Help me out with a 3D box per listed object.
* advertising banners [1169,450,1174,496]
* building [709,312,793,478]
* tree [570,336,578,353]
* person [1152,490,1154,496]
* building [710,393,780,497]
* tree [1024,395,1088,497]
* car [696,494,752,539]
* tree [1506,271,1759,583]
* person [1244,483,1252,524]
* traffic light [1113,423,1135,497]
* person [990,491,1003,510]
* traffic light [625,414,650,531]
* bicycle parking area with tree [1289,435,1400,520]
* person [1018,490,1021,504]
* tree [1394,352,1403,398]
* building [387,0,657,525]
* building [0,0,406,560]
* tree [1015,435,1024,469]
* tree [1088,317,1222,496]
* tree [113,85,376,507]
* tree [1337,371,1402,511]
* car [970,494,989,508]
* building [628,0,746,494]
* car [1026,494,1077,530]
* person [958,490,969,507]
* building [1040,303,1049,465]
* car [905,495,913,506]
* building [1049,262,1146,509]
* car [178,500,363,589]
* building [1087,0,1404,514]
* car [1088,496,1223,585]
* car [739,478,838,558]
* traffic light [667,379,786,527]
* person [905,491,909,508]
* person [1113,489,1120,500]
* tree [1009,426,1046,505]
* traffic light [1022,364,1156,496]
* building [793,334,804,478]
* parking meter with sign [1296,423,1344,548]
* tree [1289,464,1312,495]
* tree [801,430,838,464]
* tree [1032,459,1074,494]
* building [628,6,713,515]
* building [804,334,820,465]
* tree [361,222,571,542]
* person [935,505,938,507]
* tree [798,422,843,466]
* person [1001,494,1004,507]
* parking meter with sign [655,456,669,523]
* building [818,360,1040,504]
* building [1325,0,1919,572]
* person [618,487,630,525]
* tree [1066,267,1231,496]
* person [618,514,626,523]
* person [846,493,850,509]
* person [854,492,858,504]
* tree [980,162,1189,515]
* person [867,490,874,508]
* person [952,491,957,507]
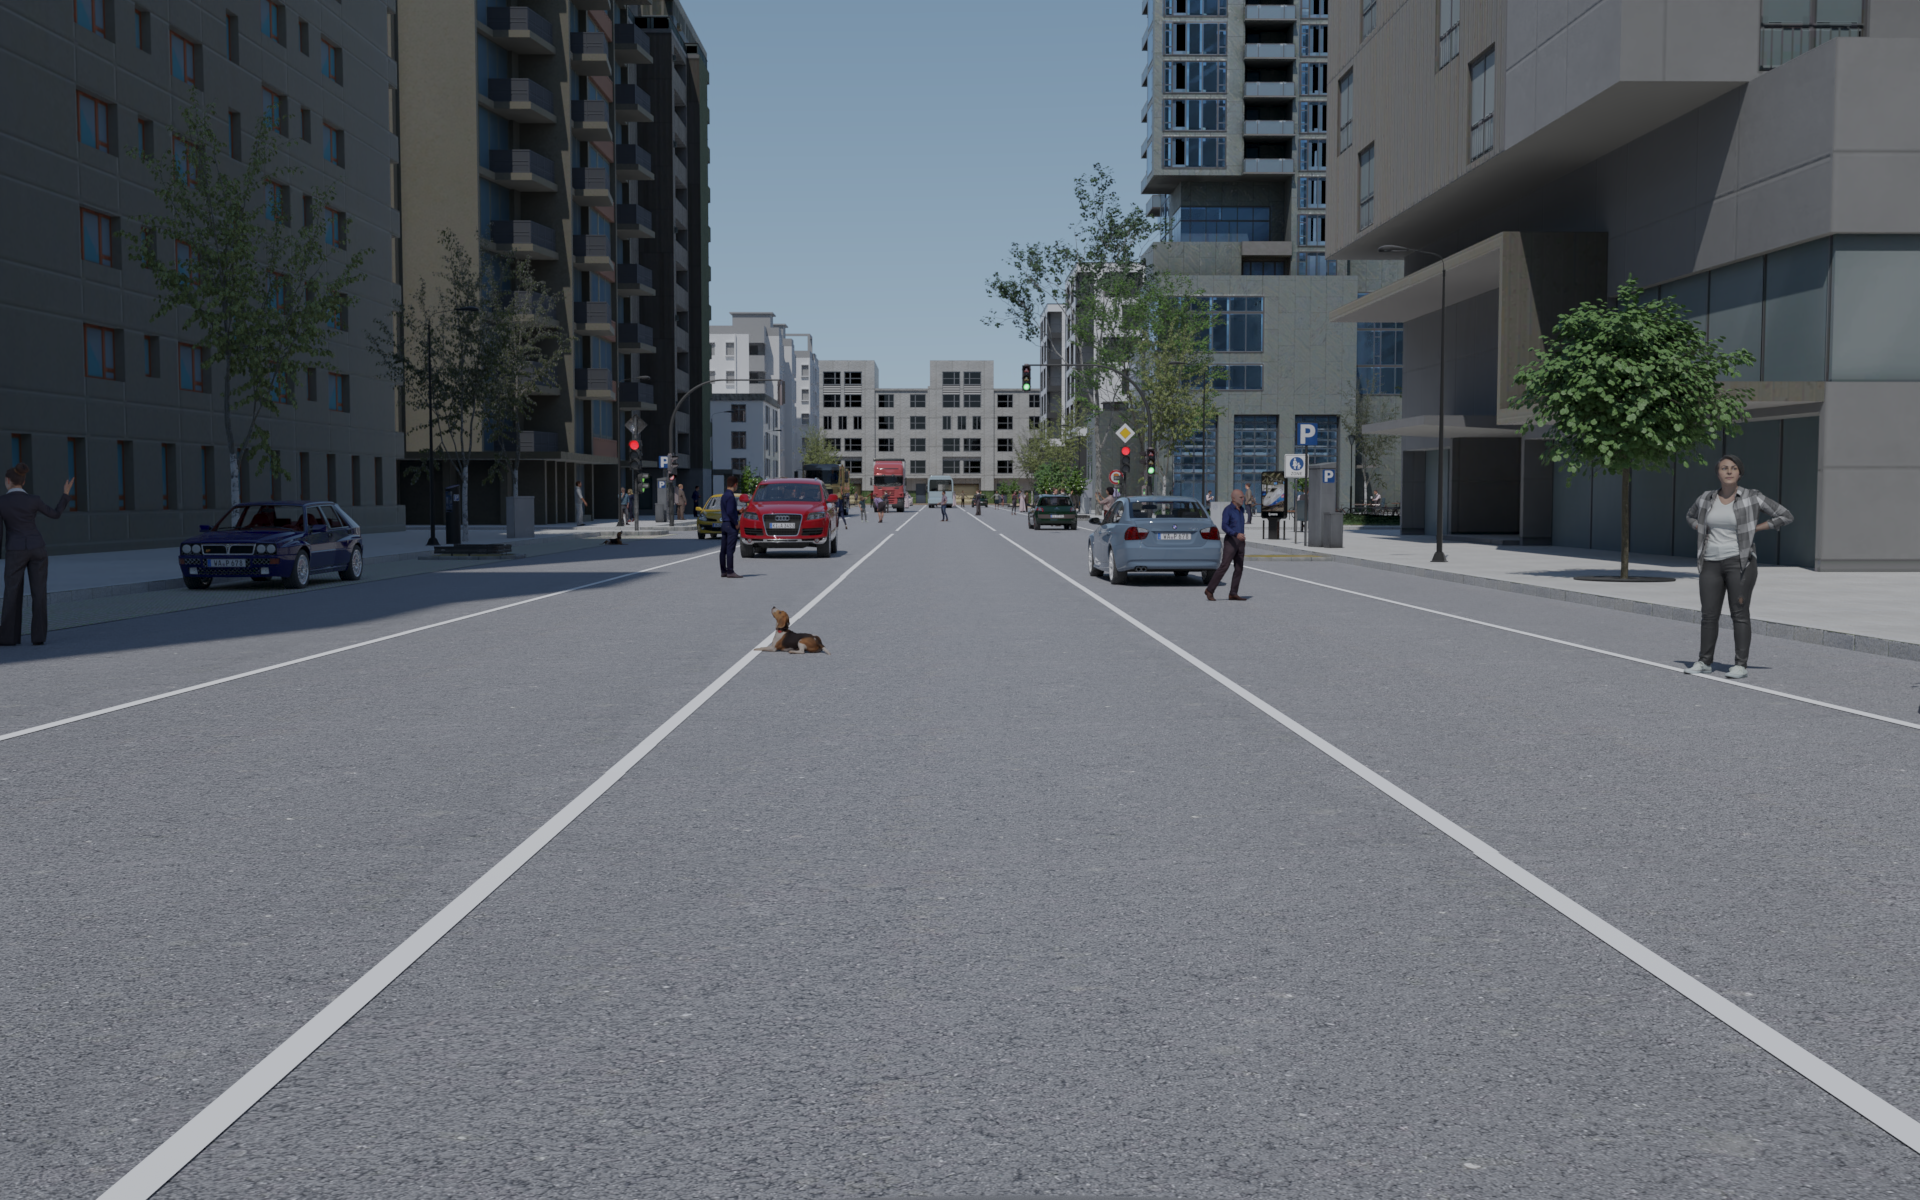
[{"bbox_3d":[8.418,-4.436,68.721,0.090,3.025,2.074,1,4,11],"label":"advertising banners"},{"bbox_3d":[-25.969,-19.655,177.775,16.016,20.091,11.380,0,4,-1],"label":"building"},{"bbox_3d":[-13.799,-6.256,52.650,4.360,8.622,3.978,0,3,0],"label":"tree"},{"bbox_3d":[9.364,-4.742,85.952,0.453,1.535,0.546,2,4,33],"label":"person"},{"bbox_3d":[-20.956,-13.216,158.227,9.099,9.664,28.070,0,4,-1],"label":"building"},{"bbox_3d":[7.700,-10.704,125.374,4.737,8.622,4.395,0,3,0],"label":"tree"},{"bbox_3d":[-7.481,-2.815,56.249,2.015,1.641,3.980,0,4,0],"label":"car"},{"bbox_3d":[9.874,-2.572,25.759,4.285,4.588,4.351,0,3,0],"label":"tree"},{"bbox_3d":[12.152,-4.122,73.964,0.750,1.759,0.617,2,4,31],"label":"person"},{"bbox_3d":[6.517,-4.877,68.652,0.839,4.253,0.868,0,4,-1],"label":"traffic light"},{"bbox_3d":[3.387,-9.181,159.400,1.217,1.735,0.721,0,4,5],"label":"person"},{"bbox_3d":[-11.287,-4.374,60.438,0.839,4.253,0.868,0,4,-1],"label":"traffic light"},{"bbox_3d":[20.924,-6.064,86.145,8.231,4.147,9.016,-2,4,-28],"label":"bicycle parking area with tree"},{"bbox_3d":[5.396,-8.886,154.229,0.683,1.767,0.568,2,4,28],"label":"person"},{"bbox_3d":[21.487,-7.730,76.753,4.737,8.622,4.395,0,3,0],"label":"tree"},{"bbox_3d":[-27.007,-26.207,83.102,22.147,44.769,28.867,0,4,-1],"label":"building"},{"bbox_3d":[-33.386,-12.234,45.065,28.899,21.520,27.650,0,4,-1],"label":"building"},{"bbox_3d":[7.458,-13.170,165.697,4.737,8.622,4.395,0,3,0],"label":"tree"},{"bbox_3d":[8.737,-7.498,72.959,4.737,8.622,4.395,0,3,0],"label":"tree"},{"bbox_3d":[-13.330,-5.010,32.270,4.737,8.622,4.395,0,3,0],"label":"tree"},{"bbox_3d":[24.523,-9.374,103.635,4.360,8.622,3.978,0,3,0],"label":"tree"},{"bbox_3d":[2.099,-10.732,185.249,2.009,1.686,4.222,0,4,-1],"label":"car"},{"bbox_3d":[-31.945,-26.455,124.426,32.217,40.220,23.993,0,4,-1],"label":"building"},{"bbox_3d":[3.728,-3.688,70.093,2.009,1.686,4.222,0,4,-3],"label":"car"},{"bbox_3d":[0.321,-10.795,185.013,1.348,1.823,0.705,-2,4,-26],"label":"person"},{"bbox_3d":[23.080,-21.900,202.039,27.936,21.610,32.646,0,4,-1],"label":"building"},{"bbox_3d":[-6.666,-12.023,208.933,2.083,1.381,4.827,0,4,1],"label":"car"},{"bbox_3d":[23.967,-19.885,169.092,27.936,21.610,32.646,0,4,-1],"label":"building"},{"bbox_3d":[-10.744,-0.893,27.188,1.945,1.354,3.894,0,4,-1],"label":"car"},{"bbox_3d":[21.916,-49.788,126.700,22.319,86.520,31.000,0,4,-1],"label":"building"},{"bbox_3d":[3.192,-1.022,28.716,2.014,1.417,4.499,0,4,-3],"label":"car"},{"bbox_3d":[-3.962,-1.954,40.616,2.281,1.827,5.304,0,4,-1],"label":"car"},{"bbox_3d":[-9.292,-5.738,68.482,4.771,5.953,1.251,0,4,-1],"label":"traffic light"},{"bbox_3d":[-5.319,-9.983,172.391,0.621,1.740,0.551,-1,4,-19],"label":"person"},{"bbox_3d":[8.640,-5.509,95.984,0.709,1.838,0.599,1,4,20],"label":"person"},{"bbox_3d":[7.302,-14.080,180.562,4.360,8.622,3.978,0,3,0],"label":"tree"},{"bbox_3d":[4.523,-5.250,60.501,4.771,5.953,1.251,0,4,-1],"label":"traffic light"},{"bbox_3d":[-25.876,-20.398,189.926,16.016,20.091,11.380,0,4,-1],"label":"building"},{"bbox_3d":[8.719,-2.784,41.774,0.543,3.016,1.738,-1,4,-15],"label":"parking meter with sign"},{"bbox_3d":[19.891,-6.395,99.153,1.663,3.219,1.824,0,3,0],"label":"tree"},{"bbox_3d":[-16.074,-15.187,198.666,4.360,8.622,3.978,0,3,0],"label":"tree"},{"bbox_3d":[8.260,-10.627,157.468,4.285,4.588,4.351,0,3,0],"label":"tree"},{"bbox_3d":[-23.134,-20.435,105.813,14.160,30.474,14.107,0,4,-1],"label":"building"},{"bbox_3d":[-23.000,-21.634,210.130,11.380,20.091,16.016,0,4,-1],"label":"building"},{"bbox_3d":[-13.582,-5.897,46.771,4.360,8.622,3.978,0,3,0],"label":"tree"},{"bbox_3d":[-2.561,-11.321,194.312,0.721,1.735,1.217,-1,4,-22],"label":"person"},{"bbox_3d":[-14.950,-14.471,186.965,4.737,8.622,4.395,0,3,0],"label":"tree"},{"bbox_3d":[4.697,-10.951,190.780,0.421,1.427,0.697,1,4,10],"label":"person"},{"bbox_3d":[-13.510,-5.039,78.644,0.543,3.016,1.738,0,4,-1],"label":"parking meter with sign"},{"bbox_3d":[-4.074,-22.683,237.330,31.486,18.905,16.747,0,4,-1],"label":"building"},{"bbox_3d":[25.039,-27.612,40.697,28.713,52.752,27.495,0,4,-1],"label":"building"},{"bbox_3d":[-13.790,-3.848,71.177,0.499,1.552,0.429,0,4,-4],"label":"person"},{"bbox_3d":[8.738,-9.477,80.703,9.928,11.665,9.643,0,3,0],"label":"tree"},{"bbox_3d":[-14.957,-3.689,76.826,0.357,0.543,0.381,1,4,13],"label":"person"},{"bbox_3d":[-10.619,-9.427,163.075,0.683,1.767,0.568,2,4,35],"label":"person"},{"bbox_3d":[-13.184,-12.927,220.390,0.617,1.759,0.750,-1,4,-18],"label":"person"},{"bbox_3d":[7.353,-15.051,101.979,12.611,20.169,13.585,0,3,0],"label":"tree"},{"bbox_3d":[-9.175,-10.546,180.883,1.348,1.831,0.705,0,4,-6],"label":"person"},{"bbox_3d":[-0.625,-11.452,196.413,0.621,1.740,0.551,-1,4,-16],"label":"person"}]
